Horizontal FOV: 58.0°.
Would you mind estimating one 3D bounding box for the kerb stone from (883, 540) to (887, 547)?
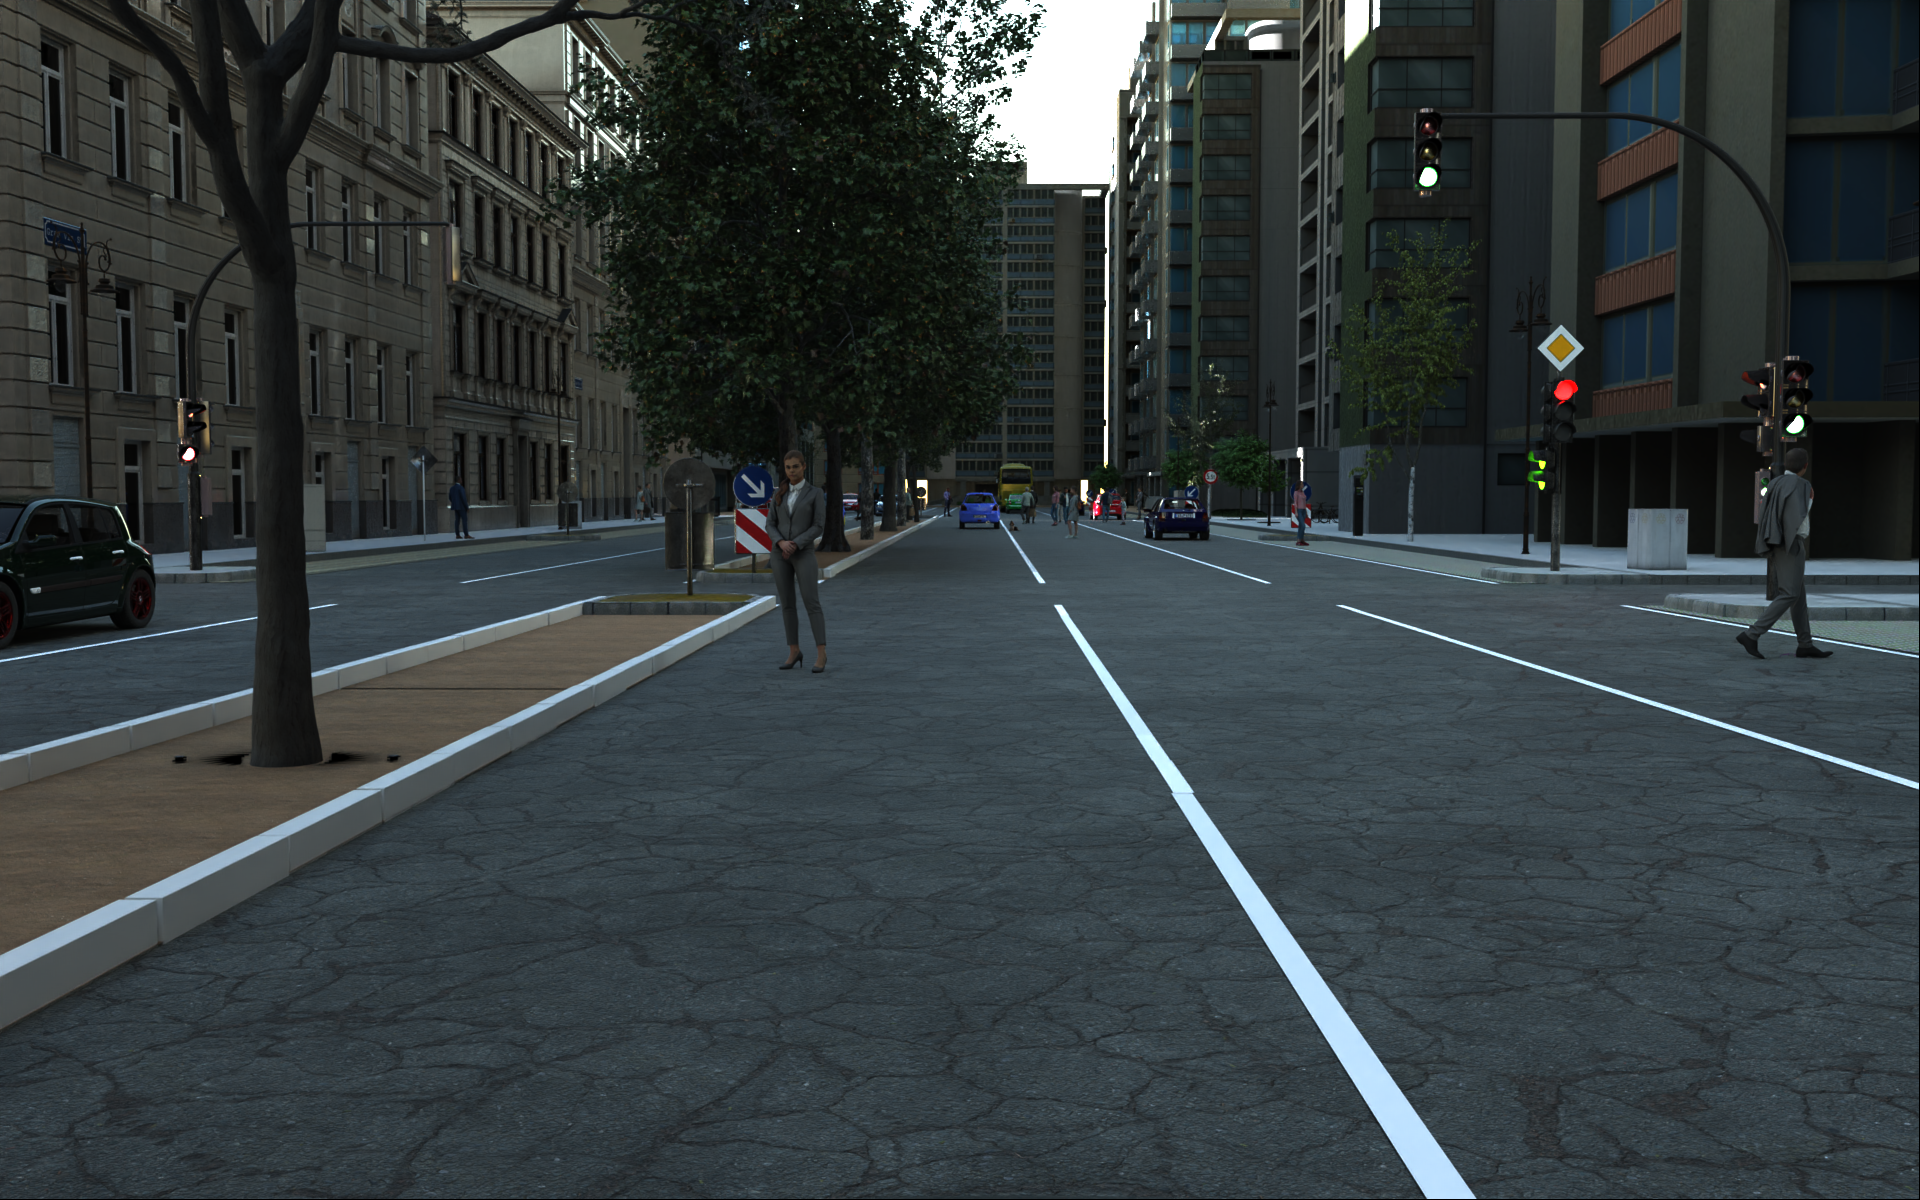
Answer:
[{"bbox_3d":[-2.079,-1.424,45.476,0.120,0.150,1.000,0,4,1],"label":"kerb stone"}]

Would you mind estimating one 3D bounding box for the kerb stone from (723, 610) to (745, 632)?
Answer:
[{"bbox_3d":[-2.424,0.238,18.297,0.120,0.150,1.000,0,4,1],"label":"kerb stone"}]

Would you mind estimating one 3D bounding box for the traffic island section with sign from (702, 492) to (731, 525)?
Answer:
[{"bbox_3d":[-11.881,-4.468,81.683,1.989,1.847,2.006,0,4,1],"label":"traffic island section with sign"}]

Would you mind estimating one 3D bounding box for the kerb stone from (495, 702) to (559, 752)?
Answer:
[{"bbox_3d":[-2.536,0.742,10.092,0.120,0.150,1.000,0,4,1],"label":"kerb stone"}]

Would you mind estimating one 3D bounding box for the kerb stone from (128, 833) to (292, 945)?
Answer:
[{"bbox_3d":[-2.586,0.990,6.003,0.120,0.150,1.000,0,4,1],"label":"kerb stone"}]

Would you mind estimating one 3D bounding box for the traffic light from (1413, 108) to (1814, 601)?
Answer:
[{"bbox_3d":[7.711,-2.814,20.680,4.771,5.953,1.251,0,4,1],"label":"traffic light"}]

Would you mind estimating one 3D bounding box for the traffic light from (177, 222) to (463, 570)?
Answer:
[{"bbox_3d":[-10.759,-3.327,29.064,4.771,5.953,1.251,0,4,1],"label":"traffic light"}]

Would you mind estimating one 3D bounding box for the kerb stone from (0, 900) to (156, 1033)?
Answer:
[{"bbox_3d":[-2.606,1.053,4.981,0.120,0.150,1.000,0,4,1],"label":"kerb stone"}]

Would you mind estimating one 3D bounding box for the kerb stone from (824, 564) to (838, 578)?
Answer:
[{"bbox_3d":[-2.266,-0.481,30.098,0.120,0.150,1.000,0,4,1],"label":"kerb stone"}]

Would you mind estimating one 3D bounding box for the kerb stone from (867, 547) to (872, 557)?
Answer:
[{"bbox_3d":[-2.151,-1.046,39.327,0.120,0.150,1.000,0,4,1],"label":"kerb stone"}]

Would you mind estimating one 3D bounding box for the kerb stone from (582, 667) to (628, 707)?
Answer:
[{"bbox_3d":[-2.507,0.615,12.146,0.120,0.150,1.000,0,4,1],"label":"kerb stone"}]

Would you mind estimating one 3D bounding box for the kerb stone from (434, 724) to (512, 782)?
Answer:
[{"bbox_3d":[-2.555,0.804,9.069,0.120,0.150,1.000,0,4,1],"label":"kerb stone"}]

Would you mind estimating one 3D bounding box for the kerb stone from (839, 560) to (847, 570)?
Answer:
[{"bbox_3d":[-2.251,-0.609,32.154,0.120,0.150,1.000,0,4,1],"label":"kerb stone"}]

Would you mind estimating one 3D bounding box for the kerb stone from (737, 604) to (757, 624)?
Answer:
[{"bbox_3d":[-2.415,0.176,19.324,0.120,0.150,1.000,0,4,1],"label":"kerb stone"}]

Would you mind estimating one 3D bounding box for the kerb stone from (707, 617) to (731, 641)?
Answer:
[{"bbox_3d":[-2.442,0.301,17.276,0.120,0.150,1.000,0,4,1],"label":"kerb stone"}]

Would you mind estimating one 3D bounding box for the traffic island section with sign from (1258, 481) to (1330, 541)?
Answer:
[{"bbox_3d":[10.280,-2.744,53.488,1.989,1.847,2.006,0,4,1],"label":"traffic island section with sign"}]

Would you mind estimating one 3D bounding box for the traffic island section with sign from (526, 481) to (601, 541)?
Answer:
[{"bbox_3d":[-12.254,-2.762,53.789,1.989,1.847,2.006,0,4,1],"label":"traffic island section with sign"}]

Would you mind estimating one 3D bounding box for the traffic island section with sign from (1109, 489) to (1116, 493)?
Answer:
[{"bbox_3d":[11.271,-7.462,130.638,1.989,1.847,2.006,0,4,1],"label":"traffic island section with sign"}]

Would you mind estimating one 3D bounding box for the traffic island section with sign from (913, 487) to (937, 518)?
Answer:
[{"bbox_3d":[-2.367,-5.854,103.857,2.006,1.907,1.989,0,4,1],"label":"traffic island section with sign"}]

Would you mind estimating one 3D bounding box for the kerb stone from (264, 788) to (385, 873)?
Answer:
[{"bbox_3d":[-2.578,0.931,7.025,0.120,0.150,1.000,0,4,1],"label":"kerb stone"}]

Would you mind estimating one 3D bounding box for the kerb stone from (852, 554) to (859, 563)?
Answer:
[{"bbox_3d":[-2.210,-0.793,35.227,0.120,0.150,1.000,0,4,1],"label":"kerb stone"}]

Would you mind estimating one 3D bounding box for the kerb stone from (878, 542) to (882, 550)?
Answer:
[{"bbox_3d":[-2.105,-1.297,43.425,0.120,0.150,1.000,0,4,1],"label":"kerb stone"}]

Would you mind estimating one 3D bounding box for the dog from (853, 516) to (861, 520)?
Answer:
[{"bbox_3d":[-5.564,-4.624,95.798,0.748,0.427,0.550,3,5,44],"label":"dog"}]

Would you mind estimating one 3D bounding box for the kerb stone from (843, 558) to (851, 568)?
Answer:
[{"bbox_3d":[-2.242,-0.672,33.176,0.120,0.150,1.000,0,4,1],"label":"kerb stone"}]

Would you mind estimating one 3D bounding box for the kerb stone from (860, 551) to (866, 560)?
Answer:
[{"bbox_3d":[-2.180,-0.918,37.278,0.120,0.150,1.000,0,4,1],"label":"kerb stone"}]

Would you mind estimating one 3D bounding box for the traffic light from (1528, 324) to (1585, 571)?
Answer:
[{"bbox_3d":[9.908,-2.438,28.779,0.839,4.253,0.868,0,4,1],"label":"traffic light"}]

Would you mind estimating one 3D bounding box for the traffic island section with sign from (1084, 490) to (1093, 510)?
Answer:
[{"bbox_3d":[11.632,-9.111,157.591,1.989,1.847,2.006,0,4,1],"label":"traffic island section with sign"}]

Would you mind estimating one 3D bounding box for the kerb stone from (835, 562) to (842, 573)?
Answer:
[{"bbox_3d":[-2.267,-0.546,31.127,0.120,0.150,1.000,0,4,1],"label":"kerb stone"}]

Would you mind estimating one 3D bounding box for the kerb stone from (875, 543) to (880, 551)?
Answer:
[{"bbox_3d":[-2.114,-1.233,42.402,0.120,0.150,1.000,0,4,1],"label":"kerb stone"}]

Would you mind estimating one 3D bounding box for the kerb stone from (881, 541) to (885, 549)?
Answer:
[{"bbox_3d":[-2.090,-1.360,44.454,0.120,0.150,1.000,0,4,1],"label":"kerb stone"}]

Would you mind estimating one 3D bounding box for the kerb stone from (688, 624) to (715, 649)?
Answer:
[{"bbox_3d":[-2.462,0.363,16.254,0.120,0.150,1.000,0,4,1],"label":"kerb stone"}]

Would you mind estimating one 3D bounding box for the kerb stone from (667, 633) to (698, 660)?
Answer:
[{"bbox_3d":[-2.472,0.426,15.231,0.120,0.150,1.000,0,4,1],"label":"kerb stone"}]

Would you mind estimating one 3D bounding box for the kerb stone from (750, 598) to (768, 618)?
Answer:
[{"bbox_3d":[-2.404,0.114,20.346,0.120,0.150,1.000,0,4,1],"label":"kerb stone"}]

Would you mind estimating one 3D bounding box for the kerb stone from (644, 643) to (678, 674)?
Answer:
[{"bbox_3d":[-2.481,0.492,14.199,0.120,0.150,1.000,0,4,1],"label":"kerb stone"}]

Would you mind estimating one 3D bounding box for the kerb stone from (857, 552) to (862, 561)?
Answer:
[{"bbox_3d":[-2.207,-0.854,36.253,0.120,0.150,1.000,0,4,1],"label":"kerb stone"}]

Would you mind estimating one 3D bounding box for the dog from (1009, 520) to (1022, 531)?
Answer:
[{"bbox_3d":[2.155,-2.880,67.274,0.748,0.427,0.550,-1,4,-21],"label":"dog"}]

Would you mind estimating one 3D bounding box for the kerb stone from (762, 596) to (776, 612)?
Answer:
[{"bbox_3d":[-2.391,0.050,21.370,0.120,0.150,1.000,0,4,1],"label":"kerb stone"}]

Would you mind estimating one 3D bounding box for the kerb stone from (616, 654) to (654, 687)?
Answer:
[{"bbox_3d":[-2.501,0.553,13.177,0.120,0.150,1.000,0,4,1],"label":"kerb stone"}]

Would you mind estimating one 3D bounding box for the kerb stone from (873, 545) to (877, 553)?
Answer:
[{"bbox_3d":[-2.132,-1.173,41.372,0.120,0.150,1.000,0,4,1],"label":"kerb stone"}]

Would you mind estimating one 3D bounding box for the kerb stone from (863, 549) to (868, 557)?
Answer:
[{"bbox_3d":[-2.174,-0.985,38.302,0.120,0.150,1.000,0,4,1],"label":"kerb stone"}]

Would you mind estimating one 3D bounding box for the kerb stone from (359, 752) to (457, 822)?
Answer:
[{"bbox_3d":[-2.562,0.865,8.047,0.120,0.150,1.000,0,4,1],"label":"kerb stone"}]

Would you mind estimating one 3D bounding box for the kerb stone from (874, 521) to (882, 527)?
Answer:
[{"bbox_3d":[-3.740,-3.493,79.354,0.120,0.150,1.000,0,4,1],"label":"kerb stone"}]

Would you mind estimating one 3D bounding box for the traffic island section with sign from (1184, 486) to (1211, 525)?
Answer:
[{"bbox_3d":[10.624,-4.427,81.017,1.989,1.847,2.006,0,4,1],"label":"traffic island section with sign"}]

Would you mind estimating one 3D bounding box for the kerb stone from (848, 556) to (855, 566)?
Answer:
[{"bbox_3d":[-2.225,-0.734,34.198,0.120,0.150,1.000,0,4,1],"label":"kerb stone"}]

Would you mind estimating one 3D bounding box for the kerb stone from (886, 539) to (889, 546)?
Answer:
[{"bbox_3d":[-2.069,-1.486,46.498,0.120,0.150,1.000,0,4,1],"label":"kerb stone"}]

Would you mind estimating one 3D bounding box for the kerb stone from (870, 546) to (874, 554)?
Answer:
[{"bbox_3d":[-2.145,-1.106,40.349,0.120,0.150,1.000,0,4,1],"label":"kerb stone"}]

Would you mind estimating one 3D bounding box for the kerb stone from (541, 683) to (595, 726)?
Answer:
[{"bbox_3d":[-2.529,0.678,11.117,0.120,0.150,1.000,0,4,1],"label":"kerb stone"}]
